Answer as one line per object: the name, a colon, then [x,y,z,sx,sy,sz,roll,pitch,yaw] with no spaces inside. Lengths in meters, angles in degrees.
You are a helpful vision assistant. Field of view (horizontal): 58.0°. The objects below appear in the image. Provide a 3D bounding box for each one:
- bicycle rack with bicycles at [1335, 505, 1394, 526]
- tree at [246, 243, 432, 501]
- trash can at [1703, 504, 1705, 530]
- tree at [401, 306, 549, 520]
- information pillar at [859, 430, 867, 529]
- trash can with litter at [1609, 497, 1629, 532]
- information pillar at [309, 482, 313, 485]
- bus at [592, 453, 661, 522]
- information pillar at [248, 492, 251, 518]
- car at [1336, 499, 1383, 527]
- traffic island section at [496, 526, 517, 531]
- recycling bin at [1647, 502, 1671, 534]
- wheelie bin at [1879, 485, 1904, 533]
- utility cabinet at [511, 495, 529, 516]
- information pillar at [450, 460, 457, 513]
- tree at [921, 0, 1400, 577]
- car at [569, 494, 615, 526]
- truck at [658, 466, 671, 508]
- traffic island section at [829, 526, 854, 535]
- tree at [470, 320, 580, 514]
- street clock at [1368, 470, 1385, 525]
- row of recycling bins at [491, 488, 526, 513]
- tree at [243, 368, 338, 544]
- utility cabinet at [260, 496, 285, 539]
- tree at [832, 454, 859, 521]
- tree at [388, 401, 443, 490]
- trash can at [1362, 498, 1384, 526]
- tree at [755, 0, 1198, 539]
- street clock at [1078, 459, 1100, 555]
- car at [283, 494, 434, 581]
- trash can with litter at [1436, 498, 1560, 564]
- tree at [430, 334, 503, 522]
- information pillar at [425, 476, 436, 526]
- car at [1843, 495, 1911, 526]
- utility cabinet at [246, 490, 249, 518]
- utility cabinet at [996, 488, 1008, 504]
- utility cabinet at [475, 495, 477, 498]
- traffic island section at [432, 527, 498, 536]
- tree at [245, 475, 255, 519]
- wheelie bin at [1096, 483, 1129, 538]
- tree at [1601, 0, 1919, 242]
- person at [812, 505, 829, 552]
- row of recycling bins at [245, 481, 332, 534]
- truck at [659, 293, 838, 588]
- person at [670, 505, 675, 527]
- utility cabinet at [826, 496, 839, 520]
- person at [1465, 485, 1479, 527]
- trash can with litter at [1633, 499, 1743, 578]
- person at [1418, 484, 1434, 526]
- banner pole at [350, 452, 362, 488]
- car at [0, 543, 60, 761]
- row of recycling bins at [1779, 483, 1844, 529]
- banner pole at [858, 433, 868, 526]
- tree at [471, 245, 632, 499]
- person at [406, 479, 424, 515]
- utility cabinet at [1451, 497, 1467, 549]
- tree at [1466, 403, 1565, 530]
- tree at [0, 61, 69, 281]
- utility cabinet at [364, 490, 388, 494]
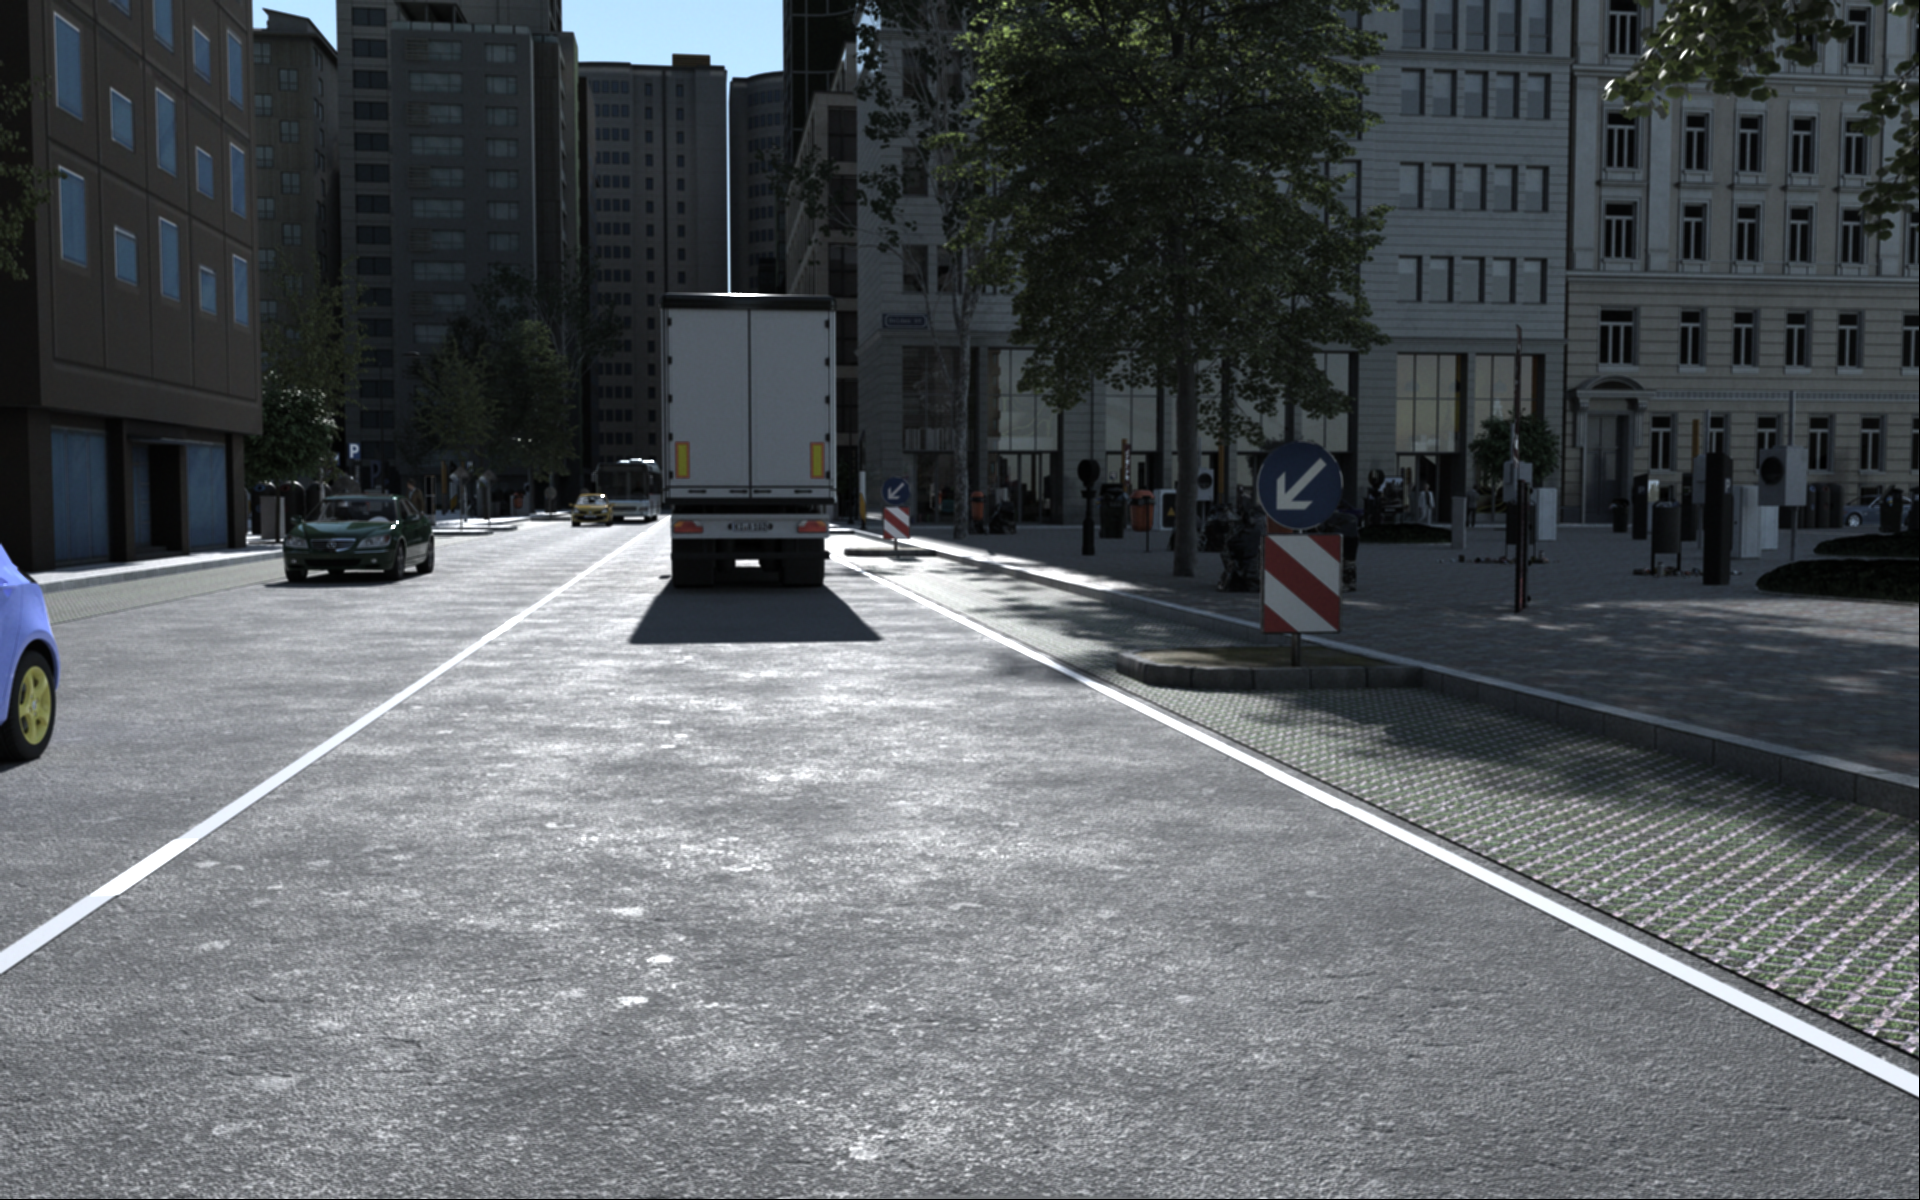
bicycle rack with bicycles: [12.835,-2.666,56.978,2.852,0.926,2.925,3,5,41]
tree: [-18.794,-6.114,50.322,4.737,8.622,4.395,0,3,0]
trash can: [25.747,-2.916,59.334,0.748,1.137,0.748,0,3,0]
tree: [-24.062,-9.300,86.473,7.601,10.594,8.767,0,4,-4]
information pillar: [-3.541,-4.380,62.961,0.183,3.616,0.504,1,4,13]
trash can with litter: [22.159,-2.863,58.193,0.624,1.170,1.055,2,4,25]
information pillar: [-38.449,-6.018,102.894,0.304,2.012,0.304,0,4,-5]
bus: [-17.368,-5.892,91.199,2.948,3.499,13.247,0,4,-7]
information pillar: [-39.071,-6.321,94.705,0.504,3.616,0.183,-1,4,-16]
car: [14.532,-3.388,67.969,3.894,1.354,1.945,-1,4,-9]
traffic island section: [-18.597,-2.819,68.373,2.009,0.180,2.903,-1,4,-8]
recycling bin: [22.653,-2.669,56.189,0.722,1.027,0.722,1,4,17]
wheelie bin: [30.911,-3.031,57.467,0.693,1.594,0.980,1,4,17]
utility cabinet: [-25.837,-5.536,101.672,1.020,1.237,0.306,-2,4,-28]
information pillar: [-34.627,-7.769,118.369,0.183,3.616,0.504,3,5,39]
tree: [3.144,-6.638,26.662,7.486,12.596,7.792,0,3,0]
car: [-16.569,-4.151,78.098,2.015,1.641,3.980,-1,4,-9]
truck: [-30.150,-11.571,178.103,2.839,4.237,11.283,-1,4,-9]
traffic island section: [-4.921,-2.448,62.314,2.009,0.180,2.903,-1,4,-8]
tree: [-28.400,-11.917,112.965,7.486,12.596,7.792,0,3,0]
street clock: [12.323,-2.857,51.284,0.358,2.002,0.471,-2,4,-26]
row of recycling bins: [-30.745,-6.694,116.560,1.069,1.692,3.534,3,5,40]
tree: [-17.837,-3.754,45.086,4.285,4.588,4.351,0,3,0]
utility cabinet: [-19.780,-2.367,49.863,1.020,1.237,0.306,3,5,45]
tree: [-5.546,-5.433,83.431,1.663,3.219,1.824,0,3,0]
tree: [-42.251,-11.219,133.797,4.360,8.622,3.978,0,3,0]
trash can: [14.626,-3.041,61.376,0.748,1.137,0.748,0,3,0]
tree: [0.506,-11.881,50.140,12.611,20.169,13.585,0,3,0]
street clock: [2.695,-1.941,36.306,0.358,2.002,0.471,-2,4,-35]
car: [-10.340,-1.115,30.029,2.131,1.459,4.920,0,4,-7]
trash can with litter: [10.107,-1.311,32.491,2.233,1.210,1.678,1,4,17]
tree: [-22.714,-7.863,78.923,4.737,8.622,4.395,0,3,0]
information pillar: [-21.230,-3.972,69.434,0.304,2.012,0.304,0,4,5]
car: [38.681,-3.755,73.401,4.499,1.417,2.014,-1,4,-10]
utility cabinet: [-38.596,-5.142,92.744,1.173,1.500,0.318,2,4,30]
utility cabinet: [1.444,-3.173,60.558,0.318,1.500,1.173,0,4,7]
utility cabinet: [-35.599,-7.208,129.019,1.020,1.237,0.306,-2,4,-33]
traffic island section: [-17.428,-2.336,60.473,2.009,0.180,2.903,-1,4,-8]
tree: [-35.926,-5.726,88.214,1.663,3.219,1.824,0,3,0]
wheelie bin: [4.451,-2.591,50.267,0.980,1.594,0.693,-1,4,-12]
tree: [5.578,-5.499,8.029,7.486,12.596,7.792,0,3,0]
person: [-3.575,-2.064,42.347,0.635,1.810,0.391,2,4,26]
row of recycling bins: [-21.904,-2.960,55.511,3.534,1.692,1.069,0,4,-1]
truck: [-3.726,-2.508,29.920,2.839,4.237,11.283,0,4,-8]
person: [-12.392,-4.108,75.894,0.641,1.798,0.478,-1,4,-14]
utility cabinet: [-6.469,-4.684,87.739,0.306,1.237,1.020,-2,4,-27]
person: [20.029,-3.618,67.832,0.592,1.802,0.473,1,4,20]
trash can with litter: [11.601,-1.003,27.464,2.233,1.210,1.678,-1,4,-18]
person: [18.398,-3.677,68.499,0.514,1.842,0.818,-2,4,-26]
banner pole: [-31.381,-6.105,89.839,0.863,3.779,0.401,1,4,12]
car: [-5.647,0.100,7.957,1.945,1.707,3.694,0,4,-7]
row of recycling bins: [31.863,-3.535,64.903,3.534,1.692,1.069,-2,4,-34]
banner pole: [-3.913,-4.926,70.555,0.401,3.779,0.863,0,4,7]
tree: [-29.138,-16.745,129.672,12.611,20.169,13.585,0,3,0]
person: [-15.032,-2.396,47.589,0.656,1.842,0.836,-1,4,-10]
utility cabinet: [11.742,-1.809,40.736,0.306,1.237,1.020,1,4,19]
tree: [19.851,-4.784,61.931,4.285,4.588,4.351,0,3,0]
tree: [-15.407,-4.587,25.368,4.737,8.622,4.395,0,3,0]
utility cabinet: [-29.722,-4.859,88.129,1.173,1.500,0.318,1,4,13]
